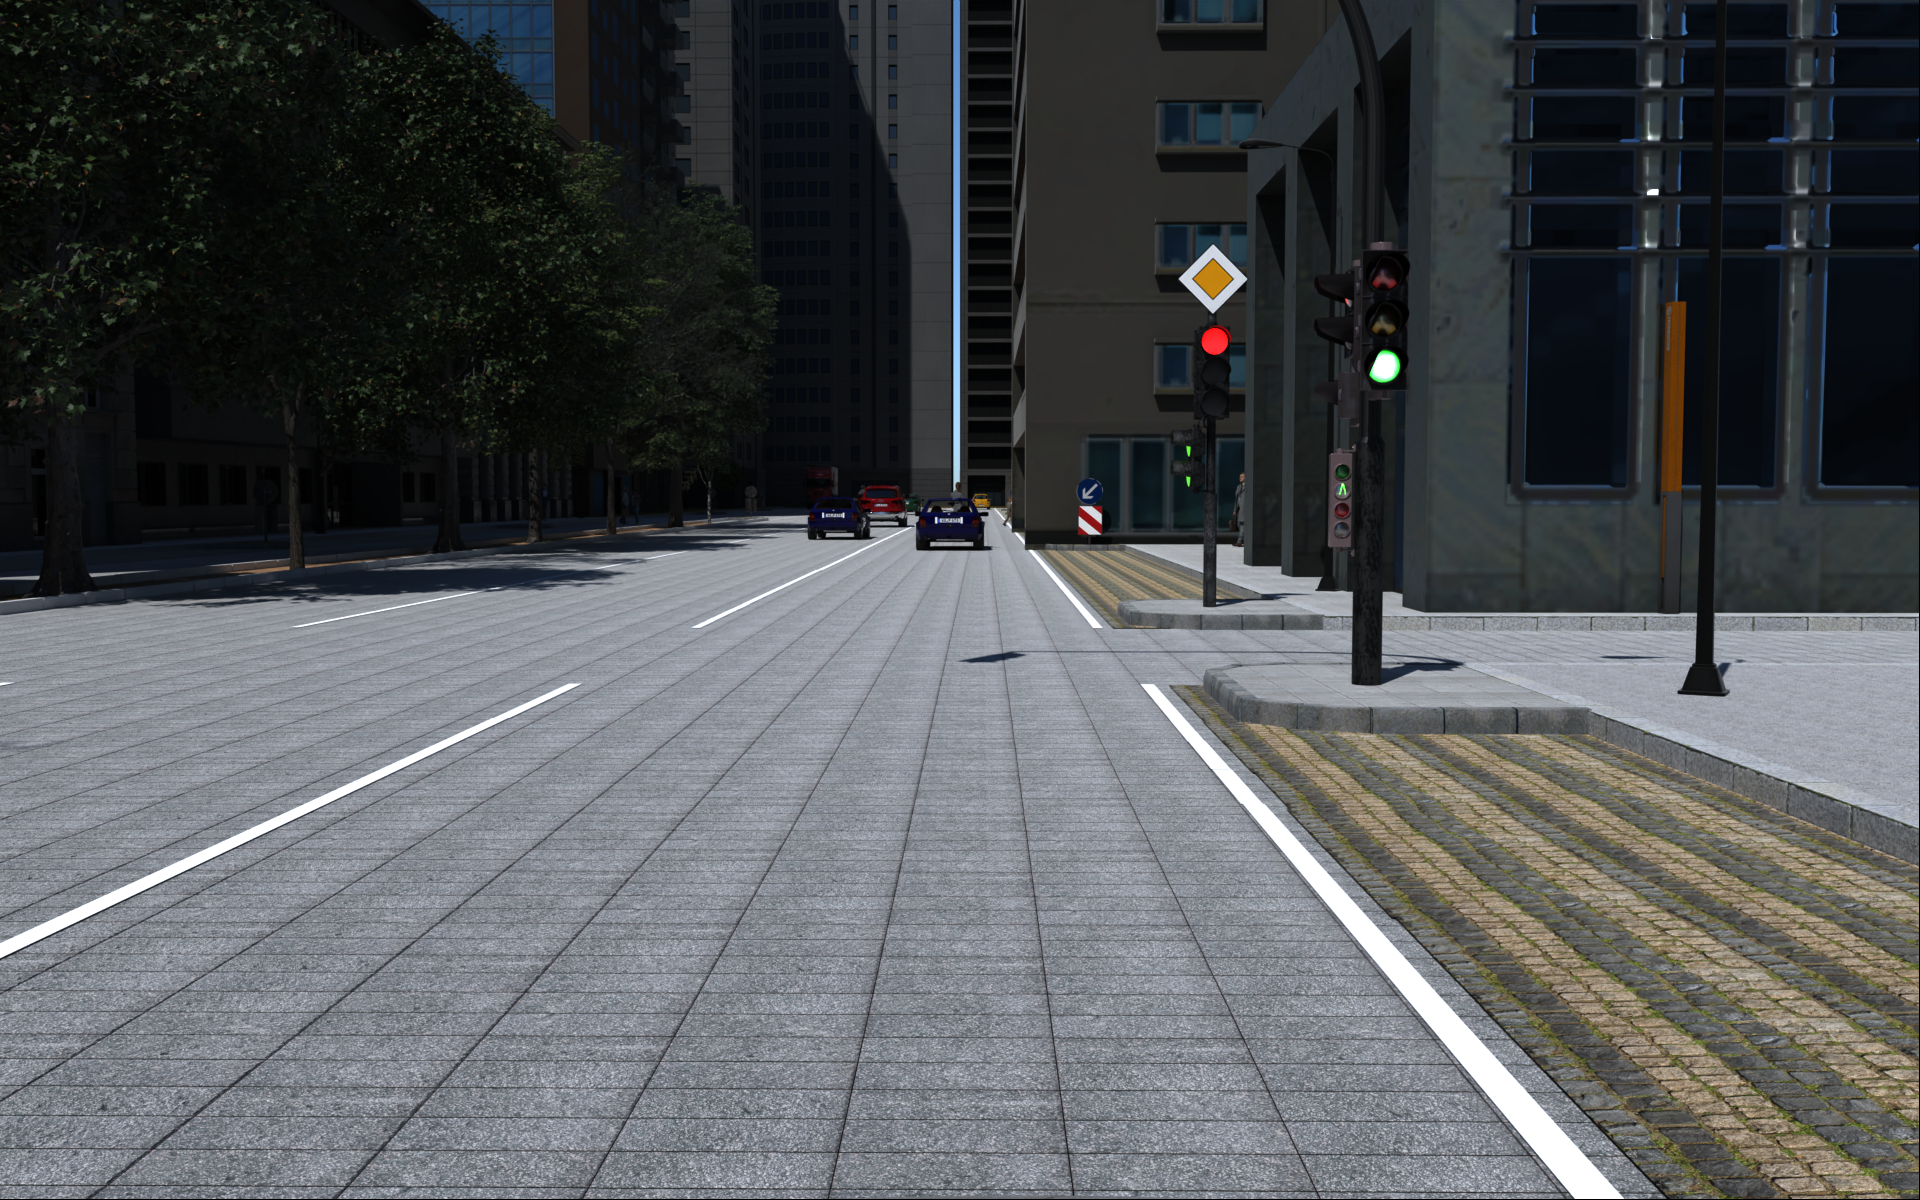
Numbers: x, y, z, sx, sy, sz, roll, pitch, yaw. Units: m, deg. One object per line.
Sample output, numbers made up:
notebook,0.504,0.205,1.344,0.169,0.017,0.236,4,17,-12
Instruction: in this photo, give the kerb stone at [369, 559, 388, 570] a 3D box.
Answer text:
kerb stone,-11.245,-0.673,33.203,0.120,0.150,1.000,0,4,1

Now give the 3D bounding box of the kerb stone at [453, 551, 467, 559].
kerb stone,-11.183,-0.987,38.326,0.120,0.150,1.000,0,4,1

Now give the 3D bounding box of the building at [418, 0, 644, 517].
building,-27.056,-27.621,101.716,14.600,45.320,14.200,0,4,1

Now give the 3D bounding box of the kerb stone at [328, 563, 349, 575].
kerb stone,-11.272,-0.548,31.154,0.120,0.150,1.000,0,4,1

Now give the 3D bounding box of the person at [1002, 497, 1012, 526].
person,2.185,-3.913,76.751,0.640,1.303,0.475,-1,4,-21

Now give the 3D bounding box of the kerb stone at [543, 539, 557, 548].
kerb stone,-11.075,-1.482,46.511,0.120,0.150,1.000,0,4,1

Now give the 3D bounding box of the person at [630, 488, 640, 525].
person,-14.809,-4.269,79.135,0.563,1.720,0.643,3,5,42

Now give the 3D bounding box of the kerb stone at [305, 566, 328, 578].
kerb stone,-11.291,-0.485,30.132,0.120,0.150,1.000,0,4,1

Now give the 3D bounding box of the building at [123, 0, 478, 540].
building,-27.997,-14.716,59.671,14.314,24.678,30.058,0,4,1

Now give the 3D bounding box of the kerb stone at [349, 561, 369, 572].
kerb stone,-11.263,-0.611,32.181,0.120,0.150,1.000,0,4,1

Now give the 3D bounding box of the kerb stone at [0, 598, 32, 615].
kerb stone,-11.400,0.079,20.920,0.120,0.150,1.000,0,4,1

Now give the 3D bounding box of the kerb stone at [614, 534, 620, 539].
kerb stone,-10.973,-1.986,54.724,0.120,0.150,1.000,0,4,1

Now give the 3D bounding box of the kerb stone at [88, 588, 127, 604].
kerb stone,-11.385,-0.047,22.965,0.120,0.150,1.000,0,4,1

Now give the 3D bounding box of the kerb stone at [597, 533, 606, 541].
kerb stone,-11.006,-1.864,52.677,0.120,0.150,1.000,0,4,1

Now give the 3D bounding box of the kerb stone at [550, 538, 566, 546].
kerb stone,-11.061,-1.550,47.540,0.120,0.150,1.000,0,4,1

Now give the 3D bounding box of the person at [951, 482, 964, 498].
person,-0.009,-2.627,51.729,0.520,1.790,0.573,2,4,24

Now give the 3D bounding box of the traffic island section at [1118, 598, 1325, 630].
traffic island section,2.859,0.158,19.695,2.009,0.180,2.903,0,4,1

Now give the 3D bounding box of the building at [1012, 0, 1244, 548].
building,12.455,-26.260,53.051,21.300,48.544,21.600,0,4,1

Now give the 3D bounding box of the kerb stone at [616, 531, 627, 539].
kerb stone,-10.964,-2.049,55.746,0.120,0.150,1.000,0,4,1

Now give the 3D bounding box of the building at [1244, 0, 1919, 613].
building,20.668,-43.692,27.033,31.000,86.520,22.319,0,4,1

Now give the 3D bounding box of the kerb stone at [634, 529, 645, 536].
kerb stone,-10.927,-2.241,58.829,0.120,0.150,1.000,0,4,1

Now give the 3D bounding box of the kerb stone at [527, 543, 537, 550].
kerb stone,-11.105,-1.353,44.462,0.120,0.150,1.000,0,4,1

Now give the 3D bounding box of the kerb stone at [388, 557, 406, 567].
kerb stone,-11.232,-0.735,34.225,0.120,0.150,1.000,0,4,1

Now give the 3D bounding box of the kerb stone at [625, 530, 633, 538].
kerb stone,-10.950,-2.114,56.771,0.120,0.150,1.000,0,4,1

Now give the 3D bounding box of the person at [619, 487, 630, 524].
person,-15.915,-4.470,82.067,0.515,1.767,0.782,-1,4,-10

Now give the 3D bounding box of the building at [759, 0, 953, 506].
building,-14.776,-39.521,188.168,28.212,58.520,21.231,0,4,1

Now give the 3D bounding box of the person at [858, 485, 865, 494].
person,-4.515,-4.503,81.924,0.447,1.846,0.655,1,4,21

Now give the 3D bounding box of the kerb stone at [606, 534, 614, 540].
kerb stone,-10.986,-1.927,53.702,0.120,0.150,1.000,0,4,1

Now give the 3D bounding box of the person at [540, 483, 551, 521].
person,-19.989,-4.726,83.329,0.581,1.822,0.654,0,4,-8

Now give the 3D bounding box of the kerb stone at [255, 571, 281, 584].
kerb stone,-11.311,-0.360,28.086,0.120,0.150,1.000,0,4,1

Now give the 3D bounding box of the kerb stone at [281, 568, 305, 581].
kerb stone,-11.301,-0.422,29.109,0.120,0.150,1.000,0,4,1

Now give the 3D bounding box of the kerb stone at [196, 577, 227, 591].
kerb stone,-11.344,-0.235,26.042,0.120,0.150,1.000,0,4,1

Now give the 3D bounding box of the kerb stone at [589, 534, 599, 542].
kerb stone,-11.017,-1.796,51.638,0.120,0.150,1.000,0,4,1

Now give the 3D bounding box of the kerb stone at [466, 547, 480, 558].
kerb stone,-11.172,-1.047,39.349,0.120,0.150,1.000,0,4,1

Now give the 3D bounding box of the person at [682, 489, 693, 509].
person,-22.954,-8.463,144.542,1.348,1.807,0.705,1,4,14

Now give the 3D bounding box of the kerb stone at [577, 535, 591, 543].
kerb stone,-11.028,-1.738,50.607,0.120,0.150,1.000,0,4,1

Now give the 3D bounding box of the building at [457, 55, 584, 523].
building,-26.018,-15.643,84.638,11.050,23.489,19.941,0,4,1

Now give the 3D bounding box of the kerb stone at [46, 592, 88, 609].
kerb stone,-11.394,0.021,21.943,0.120,0.150,1.000,0,4,1

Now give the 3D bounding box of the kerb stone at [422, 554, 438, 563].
kerb stone,-11.209,-0.861,36.278,0.120,0.150,1.000,0,4,1

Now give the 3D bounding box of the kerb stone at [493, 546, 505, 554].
kerb stone,-11.143,-1.165,41.393,0.120,0.150,1.000,0,4,1

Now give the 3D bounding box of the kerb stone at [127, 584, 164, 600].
kerb stone,-11.366,-0.106,23.991,0.120,0.150,1.000,0,4,1

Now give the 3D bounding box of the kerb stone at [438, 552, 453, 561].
kerb stone,-11.196,-0.924,37.304,0.120,0.150,1.000,0,4,1

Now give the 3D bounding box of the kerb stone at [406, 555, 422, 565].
kerb stone,-11.218,-0.799,35.256,0.120,0.150,1.000,0,4,1

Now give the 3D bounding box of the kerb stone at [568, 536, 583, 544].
kerb stone,-11.046,-1.671,49.585,0.120,0.150,1.000,0,4,1

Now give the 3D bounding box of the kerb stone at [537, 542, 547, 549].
kerb stone,-11.098,-1.423,45.483,0.120,0.150,1.000,0,4,1

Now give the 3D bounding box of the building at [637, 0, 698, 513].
building,-32.149,-30.847,123.955,23.786,49.044,30.456,0,4,1

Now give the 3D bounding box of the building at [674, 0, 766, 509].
building,-29.751,-44.145,160.020,20.611,71.187,20.563,0,4,1

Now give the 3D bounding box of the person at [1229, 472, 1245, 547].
person,6.846,-2.200,42.120,0.767,1.812,0.694,-2,4,-33

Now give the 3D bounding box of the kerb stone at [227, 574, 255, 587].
kerb stone,-11.332,-0.298,27.064,0.120,0.150,1.000,0,4,1

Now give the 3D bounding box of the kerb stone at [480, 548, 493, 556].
kerb stone,-11.157,-1.112,40.371,0.120,0.150,1.000,0,4,1

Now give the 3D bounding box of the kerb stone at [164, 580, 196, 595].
kerb stone,-11.359,-0.170,25.013,0.120,0.150,1.000,0,4,1

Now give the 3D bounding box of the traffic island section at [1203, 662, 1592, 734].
traffic island section,2.758,0.647,11.710,2.009,0.180,2.903,0,4,1

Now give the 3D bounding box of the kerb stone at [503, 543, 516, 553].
kerb stone,-11.137,-1.236,42.417,0.120,0.150,1.000,0,4,1

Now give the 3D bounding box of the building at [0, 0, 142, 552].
building,-26.770,-14.330,31.565,12.463,27.353,25.104,0,4,1

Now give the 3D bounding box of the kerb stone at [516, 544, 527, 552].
kerb stone,-11.112,-1.297,43.439,0.120,0.150,1.000,0,4,1

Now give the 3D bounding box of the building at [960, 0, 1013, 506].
building,10.414,-45.793,186.961,20.611,71.187,20.563,0,4,1

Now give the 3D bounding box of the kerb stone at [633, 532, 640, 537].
kerb stone,-10.935,-2.178,57.804,0.120,0.150,1.000,0,4,1

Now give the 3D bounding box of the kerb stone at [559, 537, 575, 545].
kerb stone,-11.057,-1.613,48.563,0.120,0.150,1.000,0,4,1
